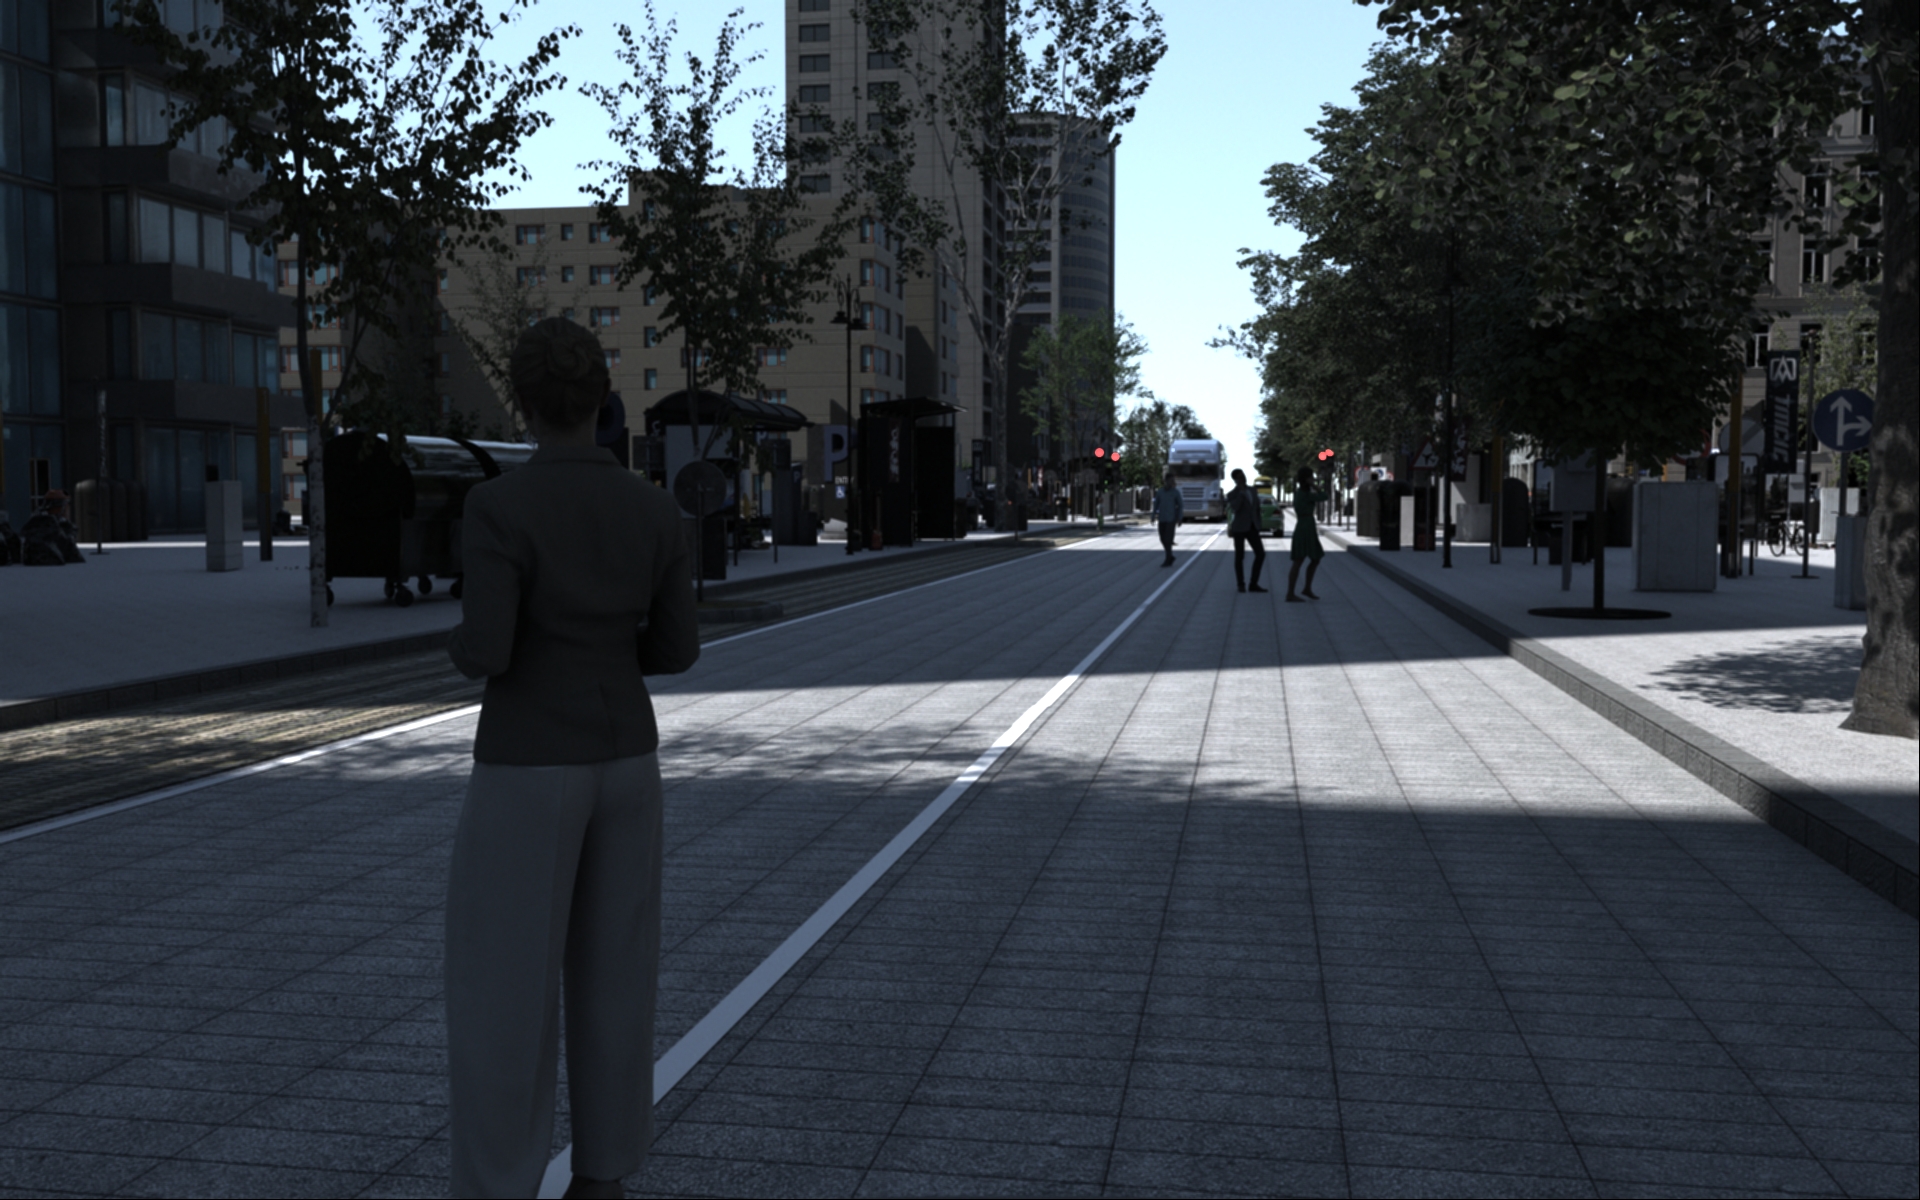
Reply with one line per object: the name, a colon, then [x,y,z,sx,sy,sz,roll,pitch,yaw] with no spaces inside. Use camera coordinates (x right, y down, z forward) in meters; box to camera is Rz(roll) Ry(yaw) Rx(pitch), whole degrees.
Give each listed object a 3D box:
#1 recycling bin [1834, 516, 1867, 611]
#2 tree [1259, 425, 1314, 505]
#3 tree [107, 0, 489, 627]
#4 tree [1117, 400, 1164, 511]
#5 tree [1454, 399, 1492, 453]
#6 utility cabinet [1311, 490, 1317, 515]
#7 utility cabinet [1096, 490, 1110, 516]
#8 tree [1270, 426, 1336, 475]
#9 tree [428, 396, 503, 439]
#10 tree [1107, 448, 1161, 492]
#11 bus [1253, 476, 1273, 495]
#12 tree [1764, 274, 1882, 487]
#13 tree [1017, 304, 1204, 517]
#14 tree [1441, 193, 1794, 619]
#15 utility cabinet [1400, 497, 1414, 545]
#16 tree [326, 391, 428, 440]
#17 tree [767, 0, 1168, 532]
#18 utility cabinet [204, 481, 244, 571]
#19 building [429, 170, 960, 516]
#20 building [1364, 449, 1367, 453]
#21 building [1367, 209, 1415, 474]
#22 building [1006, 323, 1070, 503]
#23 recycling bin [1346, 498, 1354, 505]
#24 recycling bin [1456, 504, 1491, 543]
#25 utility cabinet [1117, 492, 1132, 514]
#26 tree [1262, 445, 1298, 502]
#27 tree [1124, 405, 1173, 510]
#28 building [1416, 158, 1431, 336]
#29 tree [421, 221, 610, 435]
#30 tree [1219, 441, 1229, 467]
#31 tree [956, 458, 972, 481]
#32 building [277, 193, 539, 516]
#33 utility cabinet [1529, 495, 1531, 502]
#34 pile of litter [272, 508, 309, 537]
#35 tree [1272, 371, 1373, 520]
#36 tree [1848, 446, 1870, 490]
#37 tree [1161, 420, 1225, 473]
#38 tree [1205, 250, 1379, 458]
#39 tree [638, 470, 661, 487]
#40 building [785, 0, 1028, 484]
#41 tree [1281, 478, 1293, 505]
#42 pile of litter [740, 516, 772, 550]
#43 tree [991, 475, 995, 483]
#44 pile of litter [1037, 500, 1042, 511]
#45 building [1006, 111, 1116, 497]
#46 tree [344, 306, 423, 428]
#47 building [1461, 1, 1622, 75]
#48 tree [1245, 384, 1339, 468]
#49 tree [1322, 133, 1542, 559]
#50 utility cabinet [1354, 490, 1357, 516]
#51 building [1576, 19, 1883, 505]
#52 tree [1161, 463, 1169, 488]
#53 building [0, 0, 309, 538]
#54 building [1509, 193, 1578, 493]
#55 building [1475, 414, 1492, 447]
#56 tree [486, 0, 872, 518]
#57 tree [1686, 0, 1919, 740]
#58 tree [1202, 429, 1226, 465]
recycling bin: [10.238,-0.414,19.319,0.722,1.027,0.722,1,4,13]
tree: [37.396,-16.914,194.664,7.486,12.596,7.792,0,3,0]
tree: [-5.960,-4.046,16.518,4.737,8.622,4.395,0,3,0]
tree: [13.484,-11.169,132.976,4.360,8.622,3.978,0,3,0]
tree: [29.118,-8.816,94.507,4.737,8.622,4.395,0,3,0]
utility cabinet: [21.844,-5.945,105.883,0.318,1.500,1.173,-3,4,-38]
utility cabinet: [8.217,-5.577,99.863,0.318,1.500,1.173,2,4,31]
tree: [35.267,-14.793,176.275,7.601,10.594,8.767,-2,4,-34]
tree: [-10.014,-2.431,34.344,1.663,3.219,1.824,0,3,0]
tree: [11.717,-8.478,122.329,4.285,4.588,4.351,0,3,0]
bus: [42.159,-15.257,241.002,2.896,3.916,12.252,1,4,10]
tree: [28.548,-6.476,56.252,4.737,8.622,4.395,0,3,0]
tree: [6.949,-10.420,96.121,9.928,11.665,9.643,0,3,0]
tree: [6.870,-2.112,18.251,4.285,4.588,4.351,0,3,0]
utility cabinet: [11.394,-2.001,43.882,1.020,1.237,0.306,3,5,41]
tree: [-17.405,-4.151,51.590,4.285,4.588,4.351,0,3,0]
tree: [0.336,-12.419,58.946,12.611,20.169,13.585,0,3,0]
utility cabinet: [-12.364,-1.248,29.081,0.318,1.500,1.173,-1,4,-9]
building: [-16.095,-16.684,117.820,27.650,21.520,28.899,1,4,10]
building: [76.121,-32.186,297.940,14.160,30.474,14.107,1,4,10]
building: [77.248,-40.040,278.359,21.300,48.544,21.600,1,4,10]
building: [-3.104,-21.280,192.969,27.650,21.520,28.899,1,4,10]
recycling bin: [24.793,-5.920,109.341,0.722,1.027,0.722,0,4,0]
recycling bin: [13.668,-2.046,46.008,0.722,1.027,0.722,-1,4,-17]
utility cabinet: [10.294,-6.130,108.911,1.173,1.500,0.318,-2,4,-35]
tree: [51.930,-21.466,276.727,9.928,11.665,9.643,0,3,0]
tree: [15.657,-11.723,142.027,4.737,8.622,4.395,0,3,0]
building: [62.311,-32.958,193.483,22.147,44.769,28.867,1,4,10]
tree: [-11.854,-5.921,47.179,4.360,8.622,3.978,0,3,0]
tree: [22.437,-15.867,185.184,9.928,11.665,9.643,0,3,0]
tree: [0.336,-10.426,154.173,4.285,4.588,4.351,0,3,0]
building: [-47.998,-16.633,116.992,28.899,21.520,27.650,1,4,10]
utility cabinet: [26.852,-4.282,81.169,1.020,1.237,0.306,0,4,1]
pile of litter: [-20.435,-2.383,52.927,1.176,0.858,1.719,2,4,33]
tree: [19.847,-8.786,94.007,4.737,8.622,4.395,0,3,0]
tree: [23.048,-2.985,43.413,1.663,3.219,1.824,0,3,0]
tree: [27.731,-16.913,210.933,8.767,10.594,7.601,-2,4,-26]
tree: [25.758,-17.059,134.809,12.611,20.169,13.585,0,3,0]
tree: [-16.965,-6.025,93.115,1.663,3.219,1.824,0,3,0]
building: [-4.151,-44.539,166.461,20.563,71.187,20.611,1,4,10]
tree: [48.695,-16.041,256.868,1.663,3.219,1.824,0,3,0]
pile of litter: [-4.975,-1.619,40.433,1.176,0.858,1.719,0,4,2]
tree: [3.030,-9.507,150.039,1.663,3.219,1.824,0,3,0]
pile of litter: [5.303,-6.412,118.796,1.719,0.858,1.176,-1,4,-12]
building: [12.202,-44.333,266.840,21.231,58.520,28.212,1,4,10]
tree: [-21.663,-7.140,67.103,4.360,8.622,3.978,0,3,0]
building: [51.777,-31.064,158.012,14.600,45.320,14.200,1,4,10]
tree: [31.314,-15.168,158.360,12.009,13.543,11.850,0,3,0]
tree: [9.445,-5.129,34.223,4.360,8.622,3.978,0,3,0]
utility cabinet: [22.967,-5.482,98.311,1.173,1.500,0.318,1,4,20]
building: [46.400,-18.028,92.023,25.104,27.353,12.463,1,4,10]
tree: [17.876,-10.704,158.726,4.285,4.588,4.351,0,3,0]
building: [-38.460,-26.540,53.532,30.456,49.044,23.786,1,4,10]
building: [43.310,-16.087,117.771,10.420,20.320,16.860,1,4,10]
building: [50.036,-16.632,139.380,16.820,18.784,16.811,1,4,10]
tree: [-3.809,-4.658,26.525,4.737,8.622,4.395,0,3,0]
tree: [5.250,-6.251,8.860,9.857,13.997,8.962,0,3,0]
tree: [42.042,-23.247,298.206,7.486,12.596,7.792,0,3,0]
